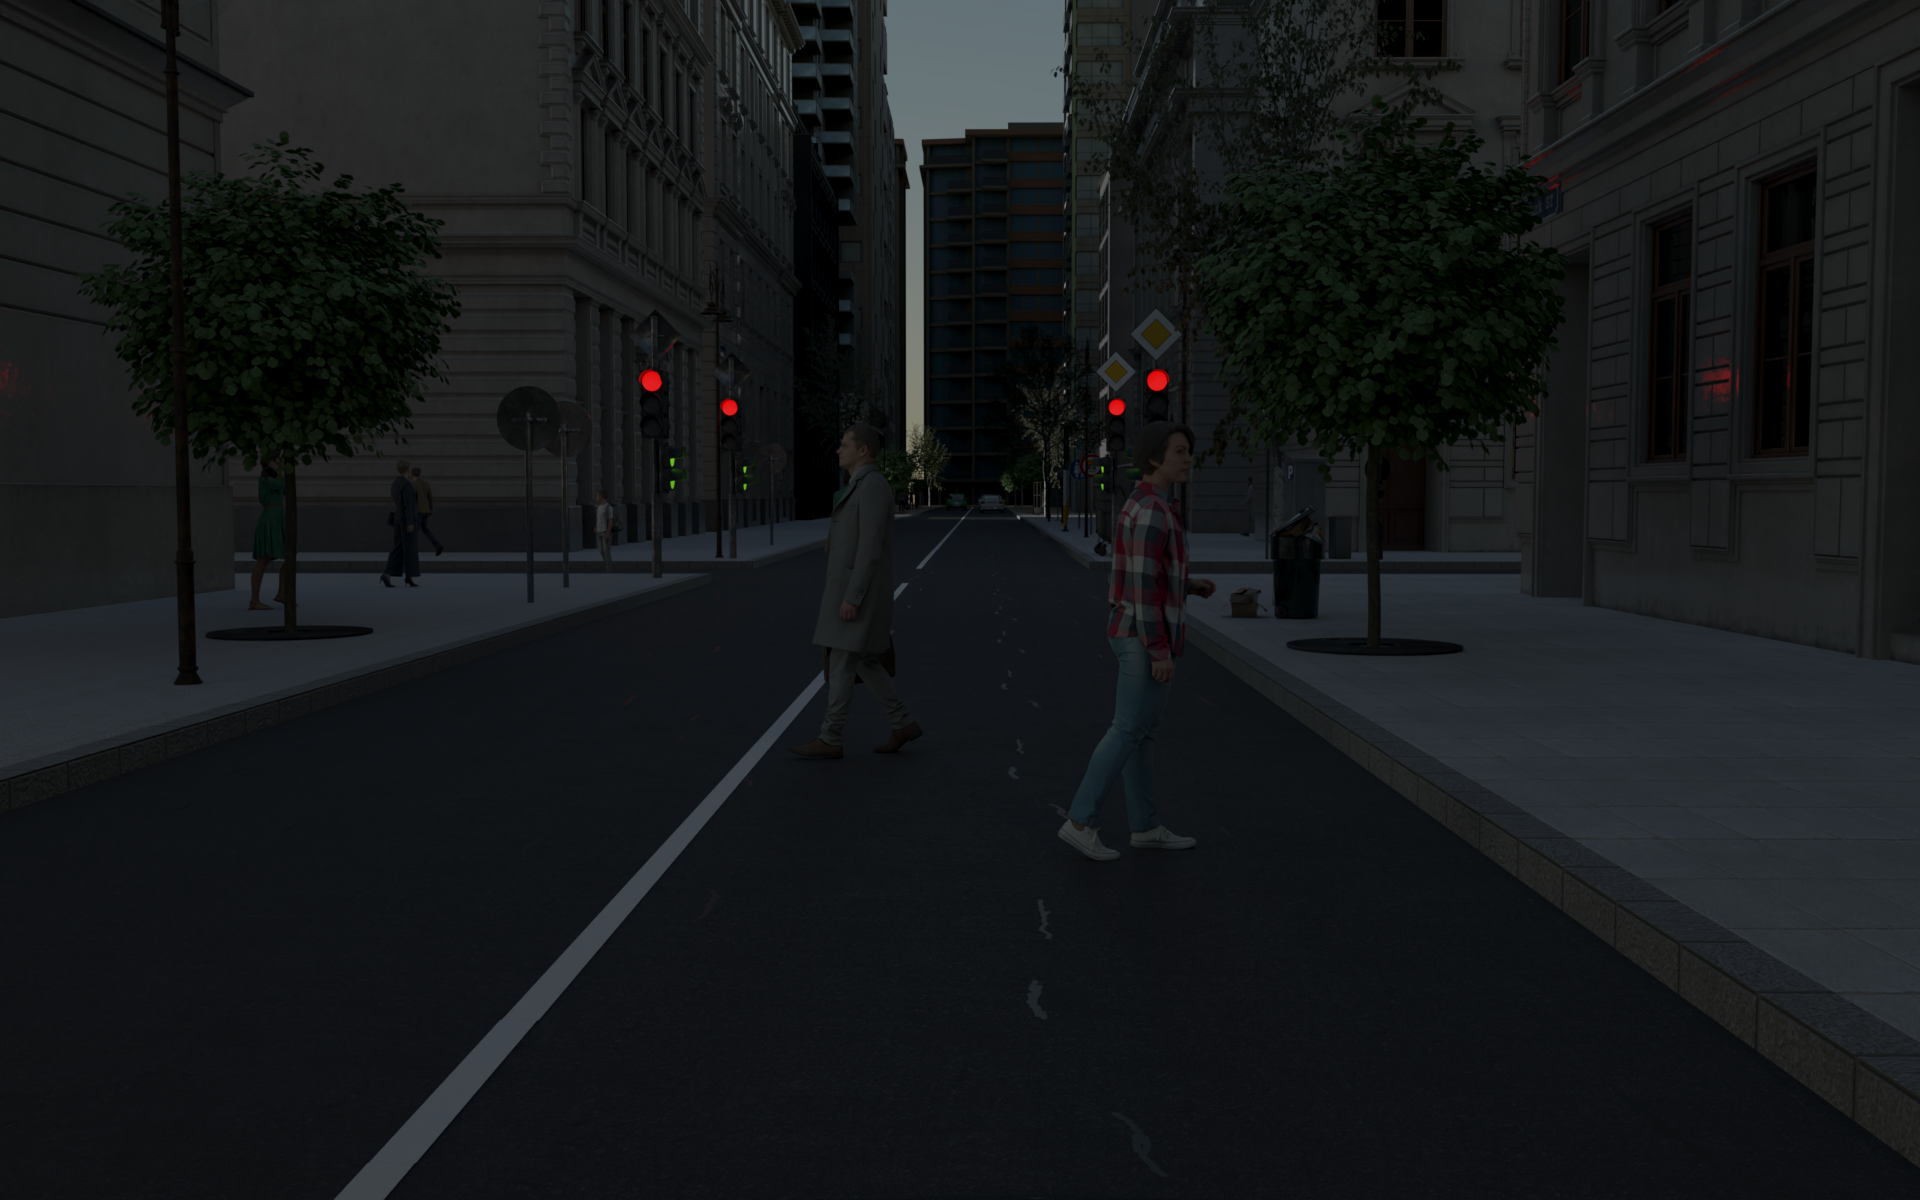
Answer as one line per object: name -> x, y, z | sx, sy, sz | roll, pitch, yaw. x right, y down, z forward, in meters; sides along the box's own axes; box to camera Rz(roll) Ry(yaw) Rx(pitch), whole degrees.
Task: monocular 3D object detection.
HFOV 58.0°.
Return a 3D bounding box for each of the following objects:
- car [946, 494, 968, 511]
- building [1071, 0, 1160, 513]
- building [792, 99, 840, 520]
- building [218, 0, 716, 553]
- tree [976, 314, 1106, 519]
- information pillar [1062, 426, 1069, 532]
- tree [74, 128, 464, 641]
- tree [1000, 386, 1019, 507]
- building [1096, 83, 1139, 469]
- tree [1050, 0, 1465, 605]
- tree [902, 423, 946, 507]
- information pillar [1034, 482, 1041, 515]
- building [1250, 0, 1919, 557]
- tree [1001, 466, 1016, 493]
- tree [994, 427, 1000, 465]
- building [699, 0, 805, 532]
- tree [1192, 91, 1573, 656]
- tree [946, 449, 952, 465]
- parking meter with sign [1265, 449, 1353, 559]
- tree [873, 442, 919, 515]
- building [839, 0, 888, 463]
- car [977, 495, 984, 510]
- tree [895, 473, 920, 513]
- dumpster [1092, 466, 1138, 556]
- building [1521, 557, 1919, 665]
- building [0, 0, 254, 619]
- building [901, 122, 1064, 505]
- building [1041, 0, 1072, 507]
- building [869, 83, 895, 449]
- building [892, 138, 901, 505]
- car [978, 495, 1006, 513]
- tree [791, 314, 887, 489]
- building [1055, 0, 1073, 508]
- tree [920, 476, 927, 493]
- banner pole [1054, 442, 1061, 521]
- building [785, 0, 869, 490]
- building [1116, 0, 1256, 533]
car -> -0.282, -8.751, 151.869 | 1.959, 1.807, 4.718 | 0, 4, 0
building -> 14.897, -26.883, 123.136 | 14.154, 41.232, 14.086 | 0, 4, 1
building -> -13.194, -16.021, 91.627 | 12.332, 23.373, 15.834 | 0, 4, 1
building -> -13.210, -13.314, 46.555 | 11.050, 23.489, 19.941 | 0, 4, 1
tree -> 4.289, -9.536, 90.326 | 7.601, 10.594, 8.767 | 0, 4, 3
information pillar -> 3.646, -4.165, 59.452 | 0.183, 3.616, 0.504 | 1, 4, 18
tree -> -6.156, -1.951, 15.613 | 4.285, 4.588, 4.351 | 0, 3, 0
tree -> 5.104, -9.044, 98.229 | 4.360, 8.622, 3.978 | 0, 3, 0
building -> 15.433, -16.828, 94.201 | 14.314, 24.678, 30.058 | 0, 4, 1
tree -> 3.452, -4.248, 19.817 | 4.360, 8.622, 3.978 | 0, 3, 0
tree -> -4.017, -13.858, 176.939 | 4.737, 8.622, 4.395 | 0, 3, 0
information pillar -> 4.769, -6.259, 106.823 | 0.304, 2.012, 0.304 | -3, 4, -37
building -> 17.826, -12.601, 42.178 | 21.152, 22.565, 11.583 | 0, 4, 1
tree -> 5.314, -8.346, 120.175 | 4.285, 4.588, 4.351 | 0, 3, 0
tree -> 5.186, -12.168, 149.312 | 4.360, 8.622, 3.978 | 0, 3, 0
building -> -13.661, -16.666, 69.752 | 12.463, 27.353, 25.104 | 0, 4, 1
tree -> 3.486, -1.874, 14.359 | 4.285, 4.588, 4.351 | 0, 3, 0
tree -> -3.113, -14.190, 182.376 | 4.737, 8.622, 4.395 | 0, 3, 0
parking meter with sign -> 6.839, -2.314, 34.097 | 1.738, 3.016, 0.543 | -1, 4, -11
tree -> -4.178, -7.633, 108.509 | 4.285, 4.588, 4.351 | 0, 3, 0
building -> -20.417, -34.555, 154.209 | 28.713, 52.752, 27.495 | 0, 4, 1
car -> 2.679, -9.141, 161.822 | 2.083, 1.381, 4.827 | 0, 4, -1
tree -> -4.089, -7.477, 116.858 | 1.663, 3.219, 1.824 | 0, 3, 0
dumpster -> 3.456, -1.868, 36.306 | 1.264, 1.857, 1.865 | 0, 4, 1
building -> 12.077, -10.753, 11.964 | 11.583, 22.565, 21.152 | 0, 4, 1
building -> -24.123, -11.153, 15.644 | 30.059, 22.955, 16.112 | 0, 4, 1
building -> 8.208, -33.780, 206.928 | 28.867, 44.769, 22.147 | 0, 4, 1
building -> 18.674, -44.801, 170.749 | 20.563, 71.187, 20.611 | 0, 4, 1
building -> -13.667, -30.051, 174.936 | 14.086, 41.232, 14.154 | 0, 4, 1
building -> -20.662, -33.781, 206.936 | 28.867, 44.769, 22.147 | 0, 4, 1
car -> 2.432, -7.268, 131.196 | 2.083, 1.381, 4.827 | 0, 4, 1
tree -> -4.729, -7.328, 70.171 | 4.360, 8.622, 3.978 | 0, 3, 0
building -> 20.048, -32.167, 145.533 | 23.786, 49.044, 30.456 | 0, 4, 1
tree -> -3.995, -9.852, 155.686 | 1.663, 3.219, 1.824 | 0, 3, 0
banner pole -> 4.719, -5.716, 83.476 | 0.401, 3.779, 0.863 | 0, 4, 4
building -> -17.437, -49.616, 123.893 | 22.319, 86.520, 31.000 | 0, 4, 1
building -> 13.587, -13.792, 67.303 | 13.314, 21.916, 24.055 | 0, 4, 1
